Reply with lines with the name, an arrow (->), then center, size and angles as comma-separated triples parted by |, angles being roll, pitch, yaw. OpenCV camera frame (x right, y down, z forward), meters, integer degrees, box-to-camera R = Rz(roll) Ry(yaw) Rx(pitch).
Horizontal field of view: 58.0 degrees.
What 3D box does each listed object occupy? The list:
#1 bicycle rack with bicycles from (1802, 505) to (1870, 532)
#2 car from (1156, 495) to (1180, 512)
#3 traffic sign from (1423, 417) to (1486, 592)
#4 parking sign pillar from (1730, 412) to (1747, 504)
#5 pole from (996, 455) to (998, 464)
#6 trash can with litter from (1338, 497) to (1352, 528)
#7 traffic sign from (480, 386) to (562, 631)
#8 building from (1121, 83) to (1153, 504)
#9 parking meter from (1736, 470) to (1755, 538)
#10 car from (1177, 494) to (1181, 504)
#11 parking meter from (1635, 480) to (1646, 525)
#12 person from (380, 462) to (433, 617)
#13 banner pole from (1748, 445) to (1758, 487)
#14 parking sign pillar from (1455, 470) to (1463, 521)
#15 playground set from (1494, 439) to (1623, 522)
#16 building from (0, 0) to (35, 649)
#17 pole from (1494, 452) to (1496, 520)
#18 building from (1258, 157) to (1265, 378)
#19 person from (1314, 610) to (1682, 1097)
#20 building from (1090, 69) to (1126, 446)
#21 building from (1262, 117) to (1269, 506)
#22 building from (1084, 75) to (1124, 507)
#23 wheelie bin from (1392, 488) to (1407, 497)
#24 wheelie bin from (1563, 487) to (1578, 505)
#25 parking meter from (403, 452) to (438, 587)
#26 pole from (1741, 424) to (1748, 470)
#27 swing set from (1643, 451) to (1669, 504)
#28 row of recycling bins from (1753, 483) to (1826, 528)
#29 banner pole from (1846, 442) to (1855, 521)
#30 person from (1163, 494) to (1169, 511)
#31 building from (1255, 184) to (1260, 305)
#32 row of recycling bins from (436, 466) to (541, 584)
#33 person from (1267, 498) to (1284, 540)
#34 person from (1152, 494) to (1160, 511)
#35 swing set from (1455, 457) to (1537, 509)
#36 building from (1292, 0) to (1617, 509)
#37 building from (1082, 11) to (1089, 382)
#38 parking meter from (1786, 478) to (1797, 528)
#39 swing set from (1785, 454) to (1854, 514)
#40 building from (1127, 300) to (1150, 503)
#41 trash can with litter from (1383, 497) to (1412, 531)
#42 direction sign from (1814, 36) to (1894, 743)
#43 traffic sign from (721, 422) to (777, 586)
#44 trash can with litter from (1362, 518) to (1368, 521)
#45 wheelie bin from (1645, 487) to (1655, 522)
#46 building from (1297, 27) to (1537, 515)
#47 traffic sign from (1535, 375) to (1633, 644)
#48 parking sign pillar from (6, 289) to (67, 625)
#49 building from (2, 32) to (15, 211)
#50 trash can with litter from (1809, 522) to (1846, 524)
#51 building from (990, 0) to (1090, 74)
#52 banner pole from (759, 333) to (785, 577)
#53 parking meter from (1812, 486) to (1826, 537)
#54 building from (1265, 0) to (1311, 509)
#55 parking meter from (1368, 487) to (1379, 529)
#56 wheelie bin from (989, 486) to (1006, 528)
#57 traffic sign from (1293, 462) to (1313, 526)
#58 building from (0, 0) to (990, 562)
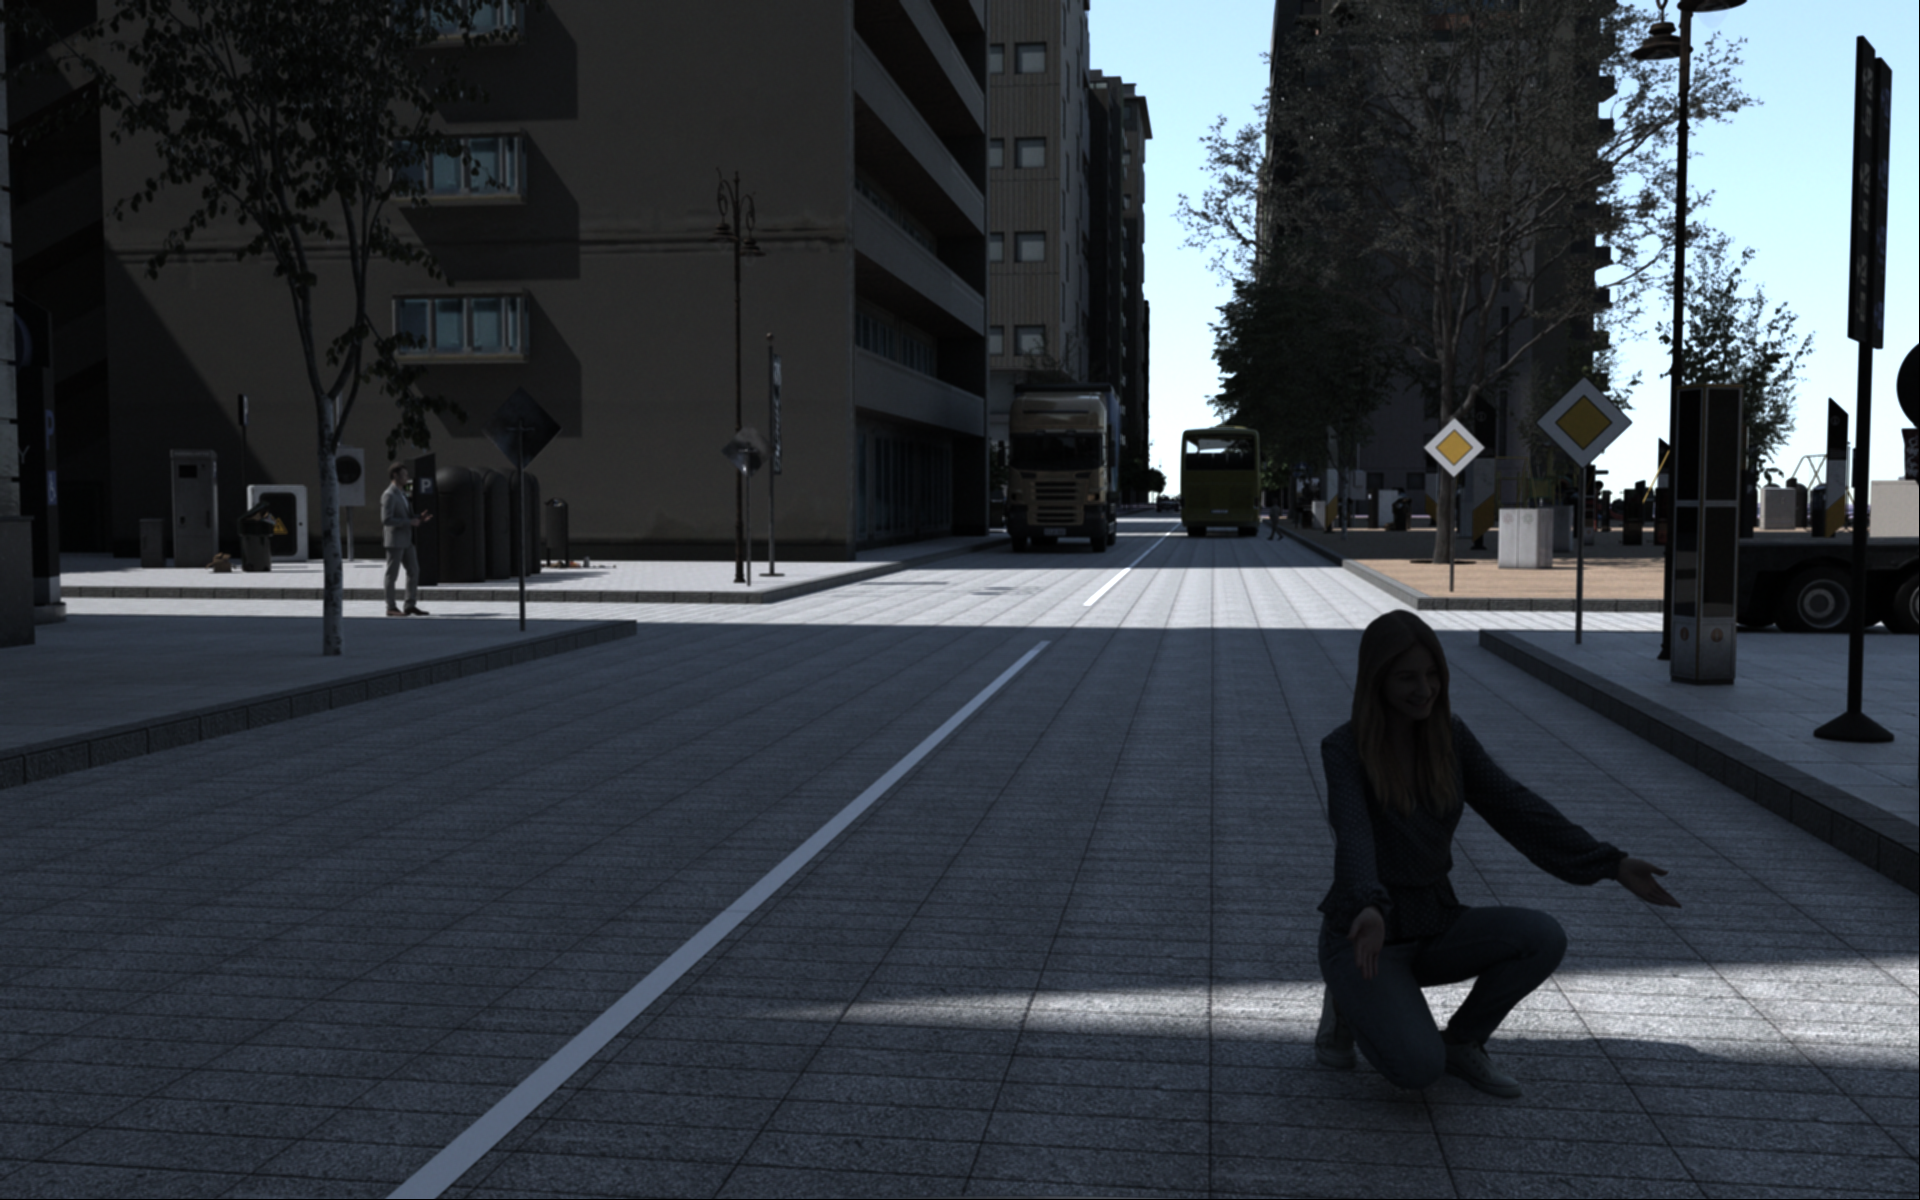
bicycle rack with bicycles -> 30.363, -2.752, 58.378 | 2.852, 0.926, 2.925 | -1, 4, -13
car -> 16.693, -7.728, 138.935 | 1.945, 1.354, 3.894 | 1, 4, 9
traffic sign -> 6.453, -1.164, 22.679 | 0.795, 2.450, 0.064 | 1, 4, 8
parking sign pillar -> 23.513, -3.976, 53.473 | 1.447, 3.967, 1.447 | 1, 4, 11
pole -> 1.808, -5.469, 83.263 | 0.158, 3.312, 0.155 | 0, 3, 0
trash can with litter -> 14.643, -3.347, 66.105 | 0.624, 1.170, 1.055 | 1, 4, 13
traffic sign -> -4.095, -0.766, 16.168 | 0.795, 2.450, 0.064 | 1, 4, 8
building -> 10.450, -39.108, 228.653 | 28.713, 52.752, 27.495 | 1, 4, 8
parking meter -> 18.751, -2.181, 41.368 | 0.399, 1.863, 0.255 | -2, 4, -28
car -> 27.681, -12.553, 215.469 | 2.015, 1.641, 3.980 | 0, 4, 8
parking meter -> 28.414, -4.080, 72.415 | 0.399, 1.863, 0.255 | 3, 5, 41
person -> -6.489, -0.709, 20.292 | 0.583, 1.804, 0.606 | 0, 4, -2
banner pole -> 35.384, -5.363, 77.698 | 0.401, 3.779, 0.863 | -2, 4, -33
parking sign pillar -> 24.308, -5.875, 84.531 | 1.447, 3.967, 1.447 | 0, 4, -4
playground set -> 28.167, -5.800, 81.602 | 5.637, 4.214, 5.302 | 1, 4, 12
building -> -20.708, -13.020, 10.146 | 25.104, 27.353, 12.463 | 1, 4, 8
pole -> 26.169, -5.571, 84.931 | 0.158, 3.312, 0.155 | 0, 3, 0
building -> 45.780, -35.089, 223.819 | 14.600, 45.320, 14.200 | 1, 4, 8
person -> 1.228, 0.602, 4.163 | 1.012, 1.151, 0.738 | -1, 4, -16
building -> 7.525, -35.472, 199.574 | 23.786, 49.044, 30.456 | 1, 4, 8
building -> 40.199, -30.915, 189.053 | 14.154, 41.232, 14.086 | 1, 4, 8
building -> 8.148, -29.482, 165.627 | 14.154, 41.232, 14.086 | 1, 4, 8
wheelie bin -> 21.563, -4.730, 85.248 | 0.693, 1.594, 0.980 | -3, 5, -45
wheelie bin -> 27.231, -4.225, 76.981 | 0.693, 1.594, 0.980 | -3, 4, -38
parking meter -> -7.521, -1.126, 24.129 | 0.255, 1.863, 0.399 | 3, 4, 37
pole -> 22.930, -3.476, 50.671 | 0.158, 3.312, 0.155 | 0, 3, 0
swing set -> 24.345, -3.706, 58.219 | 2.862, 2.851, 3.119 | 0, 4, 5
row of recycling bins -> 31.633, -3.627, 66.410 | 3.534, 1.692, 1.069 | 2, 4, 33
banner pole -> 42.771, -5.682, 82.923 | 0.863, 3.779, 0.401 | 1, 4, 23
person -> 17.838, -8.429, 149.551 | 0.697, 1.427, 0.421 | 0, 4, 4
building -> 52.155, -37.803, 241.775 | 21.300, 48.544, 21.600 | 1, 4, 8
row of recycling bins -> -7.207, -1.183, 26.462 | 1.069, 1.692, 3.534 | 0, 4, 3
person -> 9.750, -2.500, 53.647 | 0.640, 1.303, 0.475 | 3, 5, 39
person -> 16.703, -8.229, 146.265 | 0.991, 1.433, 0.599 | -1, 4, -15
swing set -> 22.617, -4.608, 72.957 | 3.119, 2.851, 2.862 | 0, 4, -4
building -> 36.775, -29.211, 132.231 | 22.147, 44.769, 28.867 | 1, 4, 8
building -> 0.512, -50.761, 142.618 | 22.319, 86.520, 31.000 | 1, 4, 8
parking meter -> 30.172, -3.498, 62.897 | 0.255, 1.863, 0.399 | 0, 4, 3
swing set -> 34.288, -4.384, 69.298 | 2.862, 2.851, 3.119 | 1, 4, 9
building -> 19.906, -29.190, 248.963 | 14.160, 30.474, 14.107 | 1, 4, 8
trash can with litter -> 15.169, -2.997, 60.383 | 0.624, 1.170, 1.055 | -2, 4, -26
direction sign -> 4.701, -1.040, 9.006 | 0.379, 3.537, 0.876 | 3, 4, 36
traffic sign -> -2.939, -1.249, 24.069 | 0.795, 2.450, 0.064 | 1, 4, 8
trash can with litter -> 20.082, -4.405, 83.072 | 2.233, 1.210, 1.678 | -2, 4, -25
wheelie bin -> 31.701, -4.422, 80.206 | 0.980, 1.594, 0.693 | 0, 4, -1
building -> 28.834, -20.818, 112.077 | 14.160, 30.474, 14.107 | 1, 4, 8
traffic sign -> 5.296, -0.681, 14.778 | 0.795, 2.450, 0.064 | 1, 4, 8
parking sign pillar -> -9.692, -1.751, 17.097 | 1.447, 3.967, 1.447 | -1, 4, -14
building -> -39.057, -12.123, 43.258 | 28.899, 21.520, 27.650 | 1, 4, 8
trash can with litter -> 36.700, -3.783, 72.910 | 2.233, 1.210, 1.678 | -1, 4, -11
building -> -5.592, -32.129, 114.552 | 28.713, 52.752, 27.495 | 1, 4, 8
banner pole -> -2.911, -2.277, 27.251 | 0.401, 3.779, 0.863 | 1, 4, 9
parking meter -> 25.656, -2.648, 51.703 | 0.372, 1.533, 0.369 | 0, 3, 0
building -> 39.091, -32.632, 157.232 | 21.300, 48.544, 21.600 | 1, 4, 8
parking meter -> 15.268, -3.396, 63.941 | 0.372, 1.533, 0.369 | 0, 3, 0
wheelie bin -> 1.262, -3.562, 66.143 | 0.980, 1.594, 0.693 | -1, 4, -21
traffic sign -> 13.575, -4.189, 68.592 | 0.768, 2.556, 0.104 | 1, 4, 15
building -> -11.156, -25.645, 42.996 | 21.300, 48.544, 21.600 | 1, 4, 8
